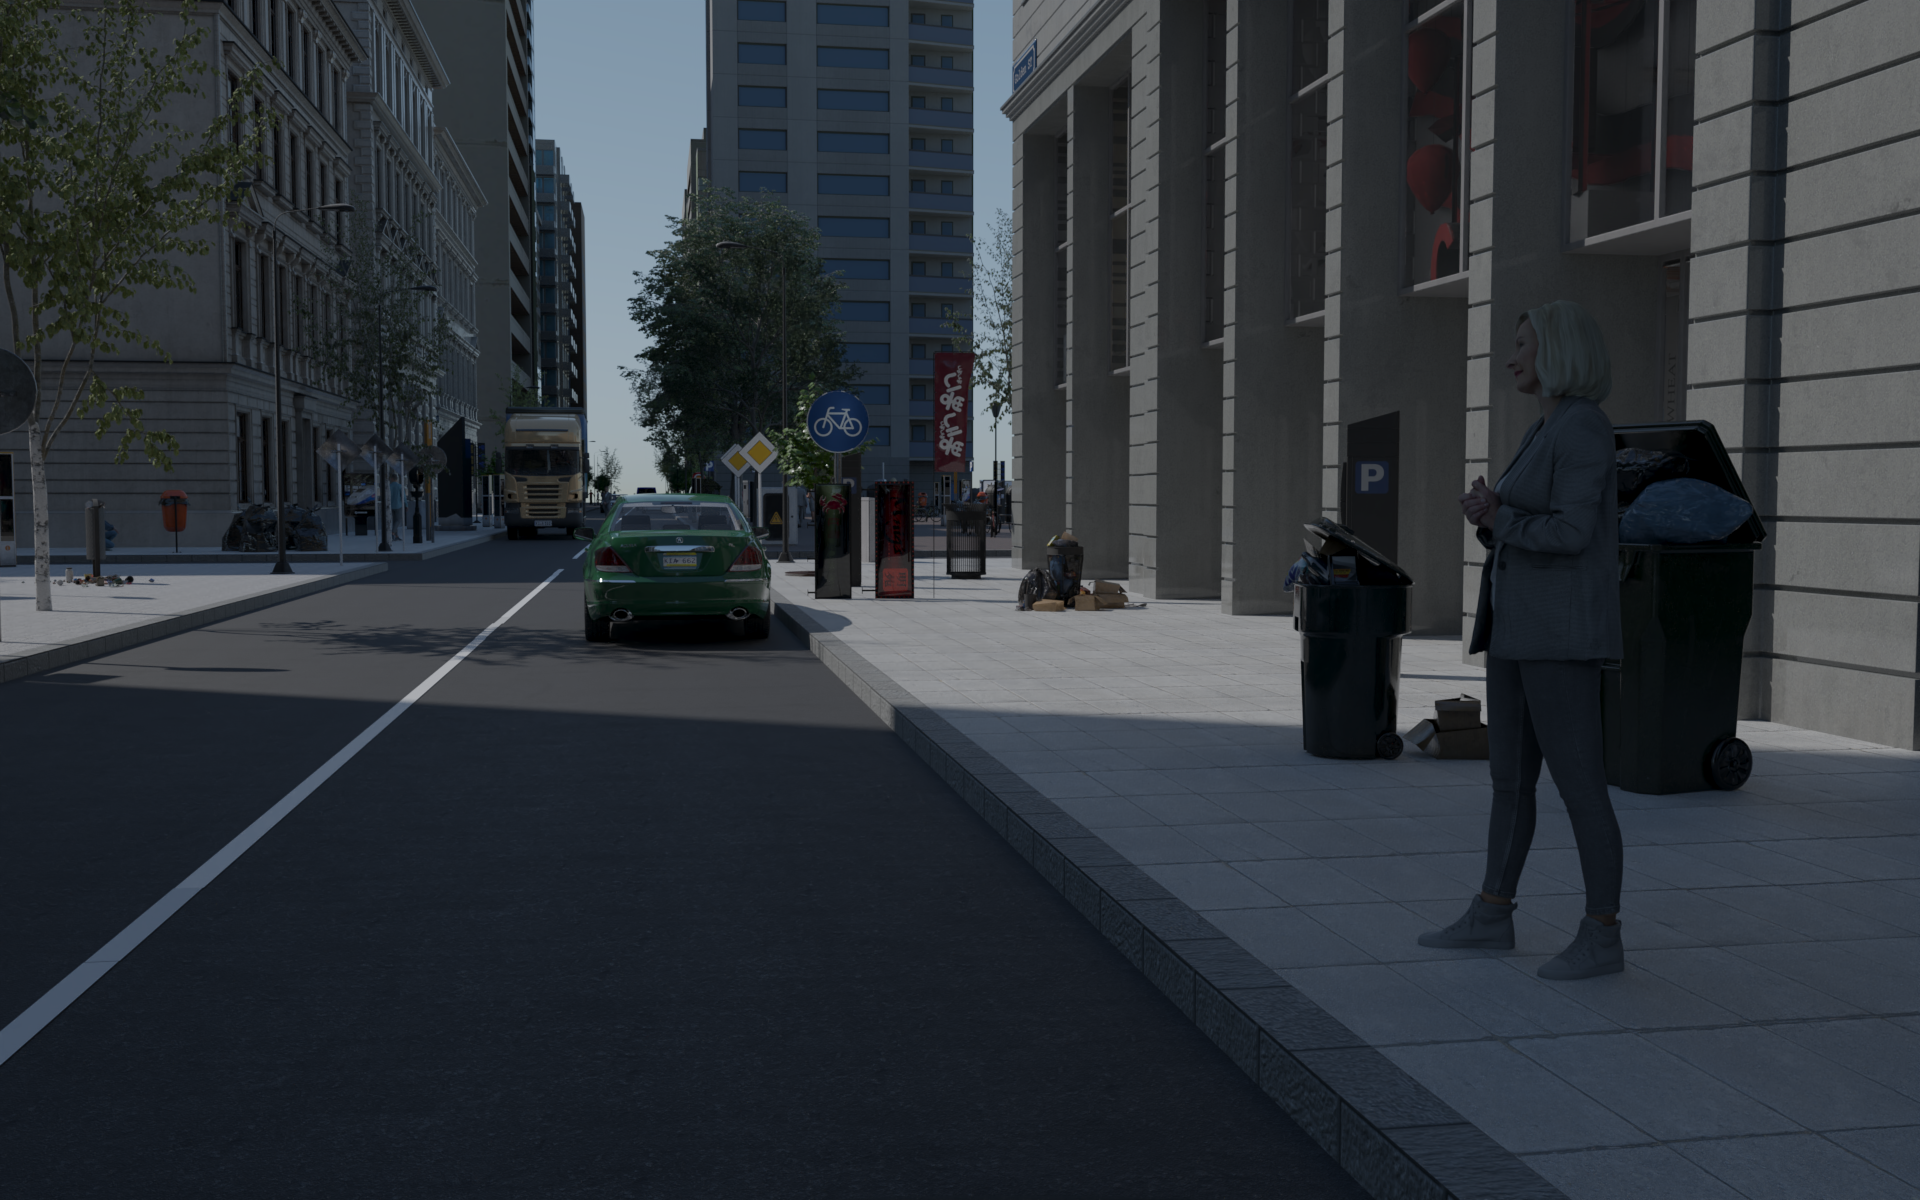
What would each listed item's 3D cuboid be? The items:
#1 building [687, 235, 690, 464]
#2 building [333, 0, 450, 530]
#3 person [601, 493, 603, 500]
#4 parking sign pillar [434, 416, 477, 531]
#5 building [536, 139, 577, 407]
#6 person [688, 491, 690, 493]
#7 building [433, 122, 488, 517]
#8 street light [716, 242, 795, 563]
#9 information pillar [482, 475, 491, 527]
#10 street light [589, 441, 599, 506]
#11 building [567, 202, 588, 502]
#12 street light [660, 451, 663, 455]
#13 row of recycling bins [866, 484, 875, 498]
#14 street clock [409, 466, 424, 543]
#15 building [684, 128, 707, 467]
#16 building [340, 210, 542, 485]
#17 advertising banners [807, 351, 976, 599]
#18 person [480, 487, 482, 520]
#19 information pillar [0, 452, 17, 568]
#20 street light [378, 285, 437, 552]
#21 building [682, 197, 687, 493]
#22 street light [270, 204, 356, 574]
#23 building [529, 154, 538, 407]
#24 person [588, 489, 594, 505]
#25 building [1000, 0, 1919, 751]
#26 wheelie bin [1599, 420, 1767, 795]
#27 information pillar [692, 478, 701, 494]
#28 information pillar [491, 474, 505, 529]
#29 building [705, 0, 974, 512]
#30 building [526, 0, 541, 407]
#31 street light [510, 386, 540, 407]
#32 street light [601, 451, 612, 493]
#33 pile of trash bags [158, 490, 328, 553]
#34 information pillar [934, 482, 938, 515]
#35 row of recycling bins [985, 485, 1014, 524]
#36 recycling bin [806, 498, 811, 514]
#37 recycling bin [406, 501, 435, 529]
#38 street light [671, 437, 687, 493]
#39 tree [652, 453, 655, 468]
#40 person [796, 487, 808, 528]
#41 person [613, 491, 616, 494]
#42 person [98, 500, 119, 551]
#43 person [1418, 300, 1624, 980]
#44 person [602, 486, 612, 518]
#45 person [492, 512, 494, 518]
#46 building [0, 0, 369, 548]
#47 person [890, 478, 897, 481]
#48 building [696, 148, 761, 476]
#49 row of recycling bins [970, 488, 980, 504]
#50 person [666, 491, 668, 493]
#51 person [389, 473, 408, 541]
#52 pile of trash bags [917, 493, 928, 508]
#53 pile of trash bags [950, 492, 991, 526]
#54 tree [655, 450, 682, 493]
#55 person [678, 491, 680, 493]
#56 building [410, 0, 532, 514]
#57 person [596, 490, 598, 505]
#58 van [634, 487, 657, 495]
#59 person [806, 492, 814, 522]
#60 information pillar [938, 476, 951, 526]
[{"bbox_3d":[-31.271,-34.281,244.096,14.154,41.232,14.086,-1,4,-10],"label":"building"},{"bbox_3d":[-27.053,-14.695,69.136,11.050,23.489,19.941,-1,4,-10],"label":"building"},{"bbox_3d":[-53.244,-15.433,258.240,0.709,1.838,0.599,0,4,-3],"label":"person"},{"bbox_3d":[-17.698,-4.414,60.647,1.447,3.967,1.447,2,4,33],"label":"parking sign pillar"},{"bbox_3d":[-63.325,-37.523,233.110,23.786,49.044,30.456,-1,4,-10],"label":"building"},{"bbox_3d":[-19.864,-7.485,128.406,1.348,1.826,0.705,0,4,0],"label":"person"},{"bbox_3d":[-31.164,-15.480,89.263,11.583,22.565,21.152,-1,4,-10],"label":"building"},{"bbox_3d":[-3.793,-3.645,32.144,1.470,5.913,1.316,-1,4,-10],"label":"street light"},{"bbox_3d":[-18.366,-3.839,67.263,0.304,2.012,0.304,0,4,4],"label":"information pillar"},{"bbox_3d":[-32.413,-10.908,150.886,1.470,5.913,1.316,-1,4,-10],"label":"street light"},{"bbox_3d":[-62.659,-37.099,256.686,14.600,45.320,14.200,-1,4,-10],"label":"building"},{"bbox_3d":[-25.439,-11.011,152.576,1.470,5.913,1.316,-1,4,-10],"label":"street light"},{"bbox_3d":[-2.735,-3.671,67.131,1.069,1.692,3.534,1,4,15],"label":"row of recycling bins"},{"bbox_3d":[-14.106,-2.472,44.994,0.358,2.002,0.471,0,4,6],"label":"street clock"},{"bbox_3d":[-24.572,-36.891,226.866,21.300,48.544,21.600,-1,4,-10],"label":"building"},{"bbox_3d":[-62.844,-31.436,205.862,32.217,40.220,23.993,-1,4,-10],"label":"building"},{"bbox_3d":[-0.832,-1.530,21.198,2.074,3.025,0.090,0,4,-7],"label":"advertising banners"},{"bbox_3d":[-23.545,-4.807,85.646,0.522,1.701,0.512,-3,4,-36],"label":"person"},{"bbox_3d":[-16.785,-1.581,30.347,0.304,2.012,0.304,2,4,33],"label":"information pillar"},{"bbox_3d":[-12.331,-4.041,38.619,1.470,5.913,1.316,-1,4,-10],"label":"street light"},{"bbox_3d":[-30.917,-39.041,262.027,21.300,48.544,21.600,-1,4,-10],"label":"building"},{"bbox_3d":[-10.373,-3.379,27.791,1.470,5.913,1.316,-1,4,-10],"label":"street light"},{"bbox_3d":[-41.776,-22.519,139.895,14.160,30.474,14.107,-1,4,-10],"label":"building"},{"bbox_3d":[-42.744,-11.895,200.486,1.348,1.831,0.705,2,4,33],"label":"person"},{"bbox_3d":[8.785,-14.573,15.755,11.434,29.767,29.804,-1,4,-10],"label":"building"},{"bbox_3d":[3.055,0.018,7.611,0.693,1.594,0.980,-2,4,-23],"label":"wheelie bin"},{"bbox_3d":[-11.824,-4.476,77.674,0.304,2.012,0.304,3,5,39],"label":"information pillar"},{"bbox_3d":[-17.148,-3.668,64.472,0.304,2.012,0.304,1,4,21],"label":"information pillar"},{"bbox_3d":[-9.620,-36.459,138.110,21.231,58.520,28.212,-1,4,-10],"label":"building"},{"bbox_3d":[-49.606,-51.842,160.295,22.319,86.520,31.000,-1,4,-10],"label":"building"},{"bbox_3d":[-18.731,-6.232,74.436,1.470,5.913,1.316,-1,4,-10],"label":"street light"},{"bbox_3d":[-40.423,-13.667,195.996,1.470,5.913,1.316,-1,4,-10],"label":"street light"},{"bbox_3d":[-16.013,-1.771,38.715,3.447,1.369,1.912,-2,4,-30],"label":"pile of trash bags"},{"bbox_3d":[-1.461,-6.344,108.213,0.304,2.012,0.304,0,4,-5],"label":"information pillar"},{"bbox_3d":[2.843,-4.164,75.200,3.534,1.692,1.069,-1,4,-11],"label":"row of recycling bins"},{"bbox_3d":[-9.443,-6.001,110.671,0.722,1.027,0.722,0,4,4],"label":"recycling bin"},{"bbox_3d":[-19.679,-3.096,63.168,0.722,1.027,0.722,2,4,25],"label":"recycling bin"},{"bbox_3d":[-18.918,-8.775,116.010,1.470,5.913,1.316,-1,4,-10],"label":"street light"},{"bbox_3d":[-35.449,-15.986,211.729,4.737,8.622,4.395,0,3,0],"label":"tree"},{"bbox_3d":[-6.171,-3.664,66.220,0.678,1.792,0.850,-1,4,-13],"label":"person"},{"bbox_3d":[-33.605,-9.747,168.529,0.621,1.740,0.551,-2,4,-25],"label":"person"},{"bbox_3d":[-19.278,-1.685,39.096,0.738,1.151,1.012,-1,4,-14],"label":"person"},{"bbox_3d":[1.530,0.097,4.646,0.526,1.800,0.537,1,4,10],"label":"person"},{"bbox_3d":[-16.644,-4.454,81.599,0.520,1.790,0.573,0,4,1],"label":"person"},{"bbox_3d":[-23.694,-5.020,88.869,0.466,1.731,0.760,3,5,41],"label":"person"},{"bbox_3d":[-23.799,-11.308,49.515,10.561,19.102,19.286,-1,4,-10],"label":"building"},{"bbox_3d":[-2.172,-2.987,55.057,0.537,1.800,0.526,0,4,1],"label":"person"},{"bbox_3d":[-24.509,-32.098,208.397,14.154,41.232,14.086,-1,4,-10],"label":"building"},{"bbox_3d":[1.403,-6.564,114.434,1.069,1.692,3.534,1,4,17],"label":"row of recycling bins"},{"bbox_3d":[-40.896,-14.391,241.788,0.683,1.767,0.568,1,4,10],"label":"person"},{"bbox_3d":[-15.409,-2.520,47.115,0.638,1.841,0.748,1,4,20],"label":"person"},{"bbox_3d":[-3.590,-5.845,105.313,3.447,1.369,1.912,-2,4,-24],"label":"pile of trash bags"},{"bbox_3d":[0.518,-3.778,71.530,1.912,1.369,3.447,1,4,17],"label":"pile of trash bags"},{"bbox_3d":[-40.806,-17.880,242.704,4.360,8.622,3.978,0,3,0],"label":"tree"},{"bbox_3d":[-33.928,-12.414,209.148,0.705,1.807,1.348,1,4,10],"label":"person"},{"bbox_3d":[-41.697,-30.402,120.780,21.300,48.544,21.600,-1,4,-10],"label":"building"},{"bbox_3d":[-42.842,-12.087,204.606,0.436,1.711,0.756,-1,4,-12],"label":"person"},{"bbox_3d":[-27.809,-9.127,153.616,2.240,2.365,5.245,-1,4,-11],"label":"van"},{"bbox_3d":[-6.700,-4.410,78.510,0.532,1.782,0.716,3,5,40],"label":"person"},{"bbox_3d":[-0.569,-3.934,68.809,0.304,2.012,0.304,-2,4,-27],"label":"information pillar"}]
